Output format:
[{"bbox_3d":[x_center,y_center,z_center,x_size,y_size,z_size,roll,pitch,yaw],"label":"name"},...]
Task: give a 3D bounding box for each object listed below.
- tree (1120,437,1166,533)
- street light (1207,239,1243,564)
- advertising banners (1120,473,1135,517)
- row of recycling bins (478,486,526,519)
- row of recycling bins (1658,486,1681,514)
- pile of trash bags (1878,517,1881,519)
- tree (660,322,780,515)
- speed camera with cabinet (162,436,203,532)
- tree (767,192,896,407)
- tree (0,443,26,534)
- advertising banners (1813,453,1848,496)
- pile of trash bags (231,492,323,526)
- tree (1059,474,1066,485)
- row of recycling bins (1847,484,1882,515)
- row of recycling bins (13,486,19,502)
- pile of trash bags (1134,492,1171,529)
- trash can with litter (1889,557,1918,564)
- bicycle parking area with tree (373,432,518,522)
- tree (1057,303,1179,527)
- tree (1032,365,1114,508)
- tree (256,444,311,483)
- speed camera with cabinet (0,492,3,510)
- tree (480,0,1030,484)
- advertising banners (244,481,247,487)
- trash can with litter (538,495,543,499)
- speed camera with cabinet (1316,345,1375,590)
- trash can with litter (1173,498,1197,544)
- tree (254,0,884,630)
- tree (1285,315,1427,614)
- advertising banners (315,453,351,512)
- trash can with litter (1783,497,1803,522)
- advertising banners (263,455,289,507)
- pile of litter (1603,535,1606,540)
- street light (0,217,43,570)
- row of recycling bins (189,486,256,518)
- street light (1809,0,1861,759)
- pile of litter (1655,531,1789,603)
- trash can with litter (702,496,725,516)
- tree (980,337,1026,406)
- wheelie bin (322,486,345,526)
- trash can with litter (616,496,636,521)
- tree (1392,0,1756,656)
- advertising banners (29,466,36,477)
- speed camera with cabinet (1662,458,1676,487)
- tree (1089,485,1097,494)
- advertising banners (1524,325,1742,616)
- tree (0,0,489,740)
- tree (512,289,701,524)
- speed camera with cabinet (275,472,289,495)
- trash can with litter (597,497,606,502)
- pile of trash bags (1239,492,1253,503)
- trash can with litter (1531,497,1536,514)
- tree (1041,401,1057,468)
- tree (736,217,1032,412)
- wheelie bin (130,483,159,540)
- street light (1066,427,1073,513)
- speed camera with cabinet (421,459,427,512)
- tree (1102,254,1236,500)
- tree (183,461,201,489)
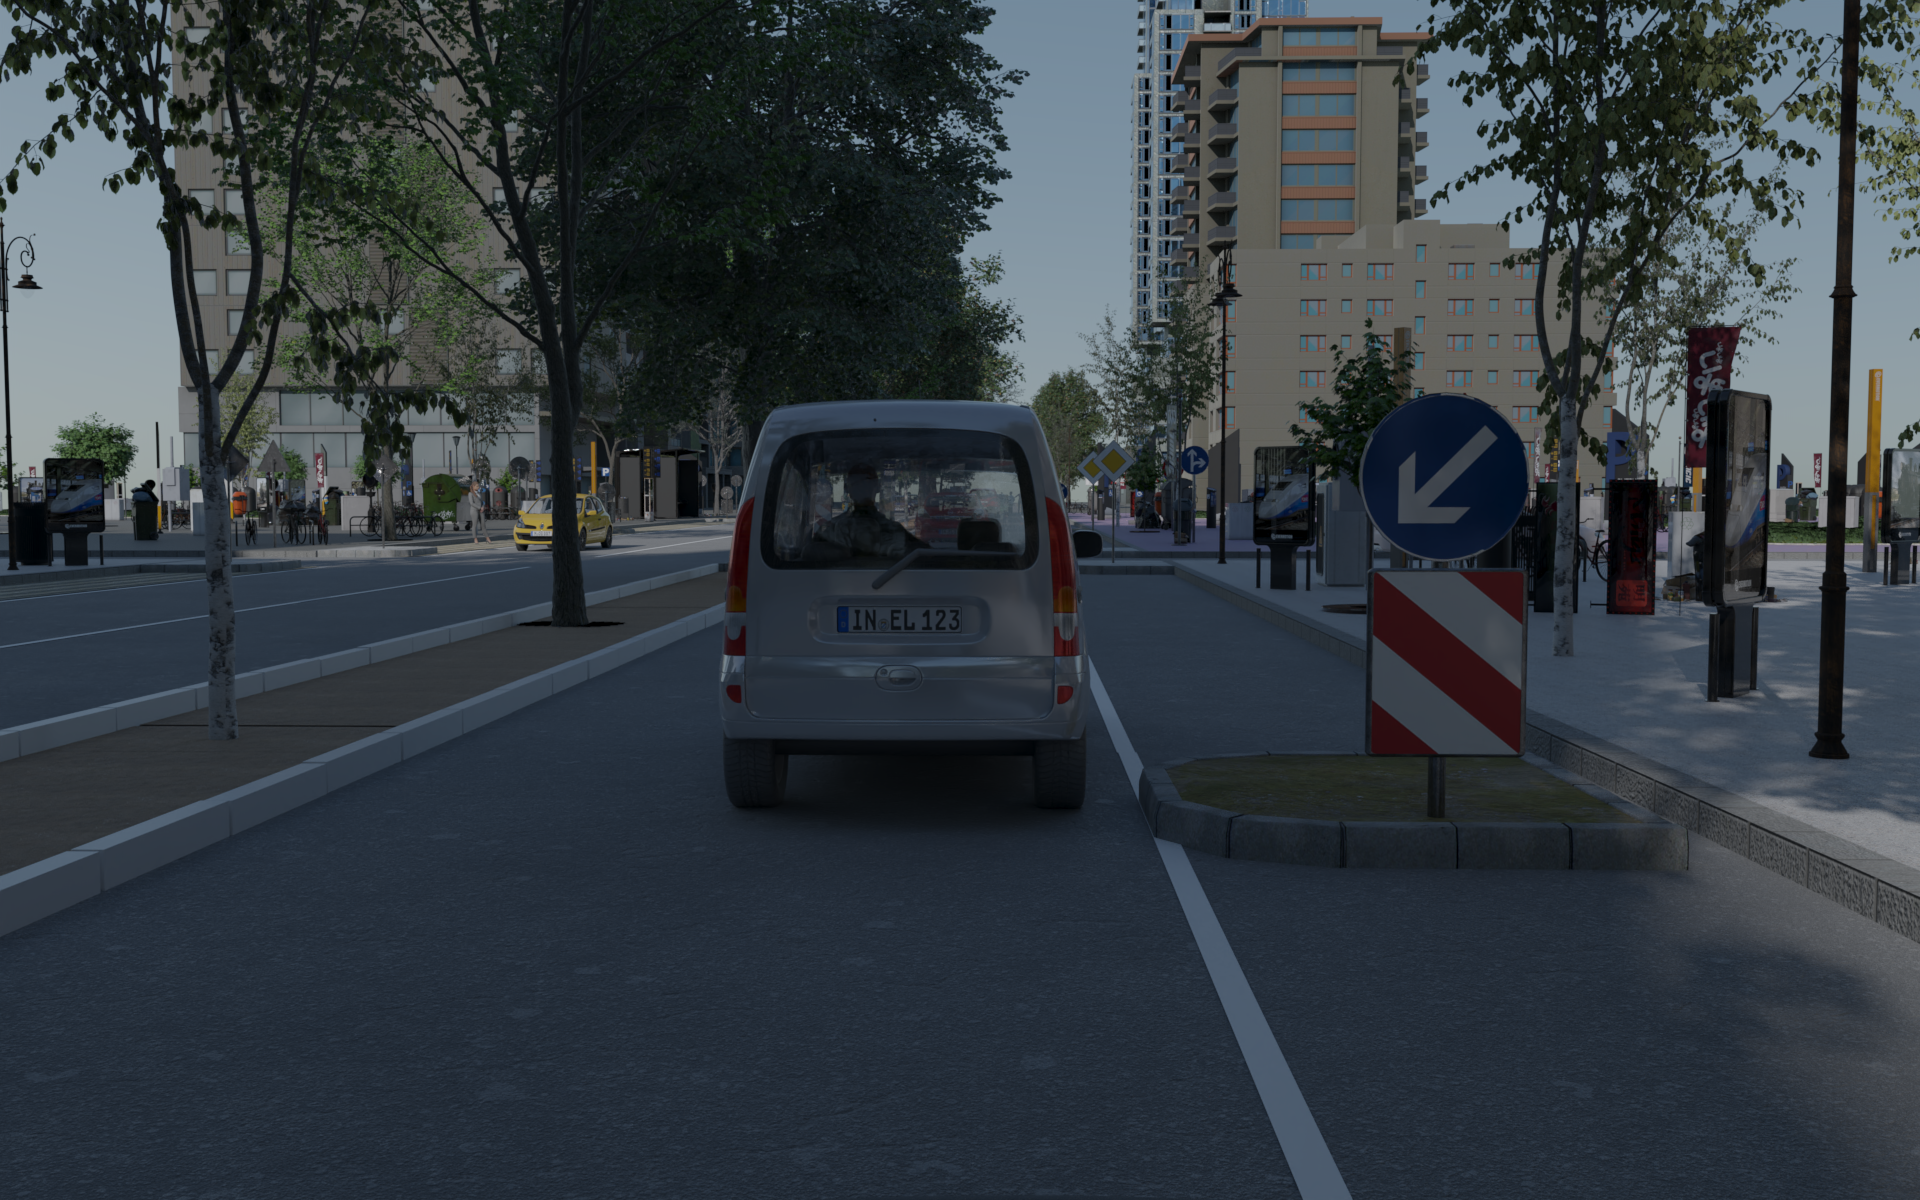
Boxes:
[{"bbox_3d":[6.158,-3.875,57.961,1.663,3.219,1.824,0,3,0],"label":"tree"},{"bbox_3d":[4.826,-3.604,31.712,0.468,5.910,1.993,0,4,2],"label":"street light"},{"bbox_3d":[9.725,-6.115,96.166,2.074,3.025,0.090,1,4,20],"label":"advertising banners"},{"bbox_3d":[-23.938,-4.969,88.355,3.534,1.692,1.069,-1,4,-12],"label":"row of recycling bins"},{"bbox_3d":[36.198,-4.989,88.685,3.534,1.692,1.069,-3,5,-44],"label":"row of recycling bins"},{"bbox_3d":[54.844,-5.527,100.125,3.447,1.369,1.912,-1,4,-9],"label":"pile of trash bags"},{"bbox_3d":[-14.774,-11.948,105.722,12.009,13.543,11.850,0,3,0],"label":"tree"},{"bbox_3d":[-26.268,-3.978,59.379,2.038,3.252,0.660,1,4,13],"label":"speed camera with cabinet"},{"bbox_3d":[-3.405,-5.446,41.855,4.737,8.622,4.395,0,3,0],"label":"tree"},{"bbox_3d":[-30.973,-3.705,55.178,1.663,3.219,1.824,0,3,0],"label":"tree"},{"bbox_3d":[36.733,-4.708,73.155,0.090,3.025,2.074,-1,4,-13],"label":"advertising banners"},{"bbox_3d":[-27.896,-3.718,70.536,3.447,1.369,1.912,-3,5,-45],"label":"pile of trash bags"},{"bbox_3d":[12.330,-20.283,238.286,9.857,13.997,8.962,0,3,0],"label":"tree"},{"bbox_3d":[38.296,-4.077,73.765,1.069,1.692,3.534,0,4,7],"label":"row of recycling bins"},{"bbox_3d":[-47.827,-4.991,88.708,1.069,1.692,3.534,-1,4,-9],"label":"row of recycling bins"},{"bbox_3d":[7.559,-3.414,65.574,1.912,1.369,3.447,0,4,5],"label":"pile of trash bags"},{"bbox_3d":[17.991,-1.270,31.824,2.233,1.210,1.678,0,4,-7],"label":"trash can with litter"},{"bbox_3d":[-25.020,-5.876,83.070,9.016,4.147,8.231,1,4,20],"label":"bicycle parking area with tree"},{"bbox_3d":[6.427,-7.174,67.653,4.360,8.622,3.978,0,3,0],"label":"tree"},{"bbox_3d":[9.628,-14.489,153.899,9.611,12.733,9.660,0,3,0],"label":"tree"},{"bbox_3d":[-44.152,-7.912,113.082,4.285,4.588,4.351,0,3,0],"label":"tree"},{"bbox_3d":[-64.702,-7.368,114.799,0.660,3.252,2.038,3,5,40],"label":"speed camera with cabinet"},{"bbox_3d":[-3.315,-7.295,28.389,9.857,13.997,8.962,0,3,0],"label":"tree"},{"bbox_3d":[-47.960,-7.274,115.114,2.074,3.025,0.090,2,4,30],"label":"advertising banners"},{"bbox_3d":[-24.917,-5.533,101.517,2.233,1.210,1.678,0,4,-2],"label":"trash can with litter"},{"bbox_3d":[5.329,-1.803,23.820,0.660,3.252,2.038,0,4,4],"label":"speed camera with cabinet"},{"bbox_3d":[5.830,-2.057,45.017,0.624,1.170,1.055,1,4,8],"label":"trash can with litter"},{"bbox_3d":[-4.330,-5.523,18.512,9.928,11.665,9.643,0,3,0],"label":"tree"},{"bbox_3d":[4.352,-1.485,18.889,1.663,3.219,1.824,0,3,0],"label":"tree"},{"bbox_3d":[-26.454,-4.702,73.063,2.074,3.025,0.090,2,4,28],"label":"advertising banners"},{"bbox_3d":[33.088,-3.513,68.823,0.624,1.170,1.055,2,4,32],"label":"trash can with litter"},{"bbox_3d":[-30.727,-4.996,77.877,0.090,3.025,2.074,1,4,9],"label":"advertising banners"},{"bbox_3d":[17.315,-2.080,47.974,1.719,0.858,1.176,-1,4,-15],"label":"pile of litter"},{"bbox_3d":[-15.982,-3.441,29.052,0.468,5.910,1.993,0,4,2],"label":"street light"},{"bbox_3d":[-39.952,-5.310,93.932,1.069,1.692,3.534,3,5,44],"label":"row of recycling bins"},{"bbox_3d":[4.244,-2.171,8.280,0.468,5.910,1.993,0,4,2],"label":"street light"},{"bbox_3d":[9.035,-0.426,20.930,1.719,0.858,1.176,3,4,38],"label":"pile of litter"},{"bbox_3d":[-14.919,-5.534,101.541,2.233,1.210,1.678,0,3,0],"label":"trash can with litter"},{"bbox_3d":[-1.730,-10.949,91.837,12.009,13.543,11.850,0,3,0],"label":"tree"},{"bbox_3d":[-25.532,-3.842,70.729,0.693,1.594,0.980,1,4,13],"label":"wheelie bin"},{"bbox_3d":[-16.822,-4.491,84.482,2.233,1.210,1.678,-1,4,-15],"label":"trash can with litter"},{"bbox_3d":[5.027,-3.862,13.506,4.737,8.622,4.395,0,3,0],"label":"tree"},{"bbox_3d":[-57.735,-6.906,109.097,2.074,3.025,0.090,1,4,13],"label":"advertising banners"},{"bbox_3d":[38.991,-6.202,95.735,0.660,3.252,2.038,1,4,9],"label":"speed camera with cabinet"},{"bbox_3d":[7.557,-6.063,93.726,1.663,3.219,1.824,0,3,0],"label":"tree"},{"bbox_3d":[7.104,-1.355,18.343,2.074,3.025,0.090,1,4,23],"label":"advertising banners"},{"bbox_3d":[-4.282,-3.472,9.591,4.360,8.622,3.978,0,3,0],"label":"tree"},{"bbox_3d":[-15.047,-8.528,73.846,8.767,10.594,7.601,0,4,-7],"label":"tree"},{"bbox_3d":[-42.193,-7.011,108.972,0.660,3.252,2.038,1,4,16],"label":"speed camera with cabinet"},{"bbox_3d":[-18.981,-4.971,92.670,0.624,1.170,1.055,-3,4,-36],"label":"trash can with litter"},{"bbox_3d":[10.734,-3.149,61.243,1.912,1.369,3.447,0,4,-4],"label":"pile of trash bags"},{"bbox_3d":[32.026,-5.110,94.604,1.678,1.210,2.233,-3,5,-42],"label":"trash can with litter"},{"bbox_3d":[7.828,-11.175,133.080,4.360,8.622,3.978,0,3,0],"label":"tree"},{"bbox_3d":[-2.544,-8.533,58.982,9.611,12.733,9.660,0,3,0],"label":"tree"},{"bbox_3d":[-22.662,-2.460,48.129,0.693,1.594,0.980,-3,4,-36],"label":"wheelie bin"},{"bbox_3d":[7.551,-8.978,119.584,0.468,5.910,1.993,0,4,2],"label":"street light"},{"bbox_3d":[-29.984,-6.323,97.721,0.660,3.252,2.038,-1,4,-22],"label":"speed camera with cabinet"},{"bbox_3d":[6.690,-6.320,53.694,4.737,8.622,4.395,0,3,0],"label":"tree"},{"bbox_3d":[-43.885,-6.373,98.792,1.663,3.219,1.824,0,3,0],"label":"tree"}]
